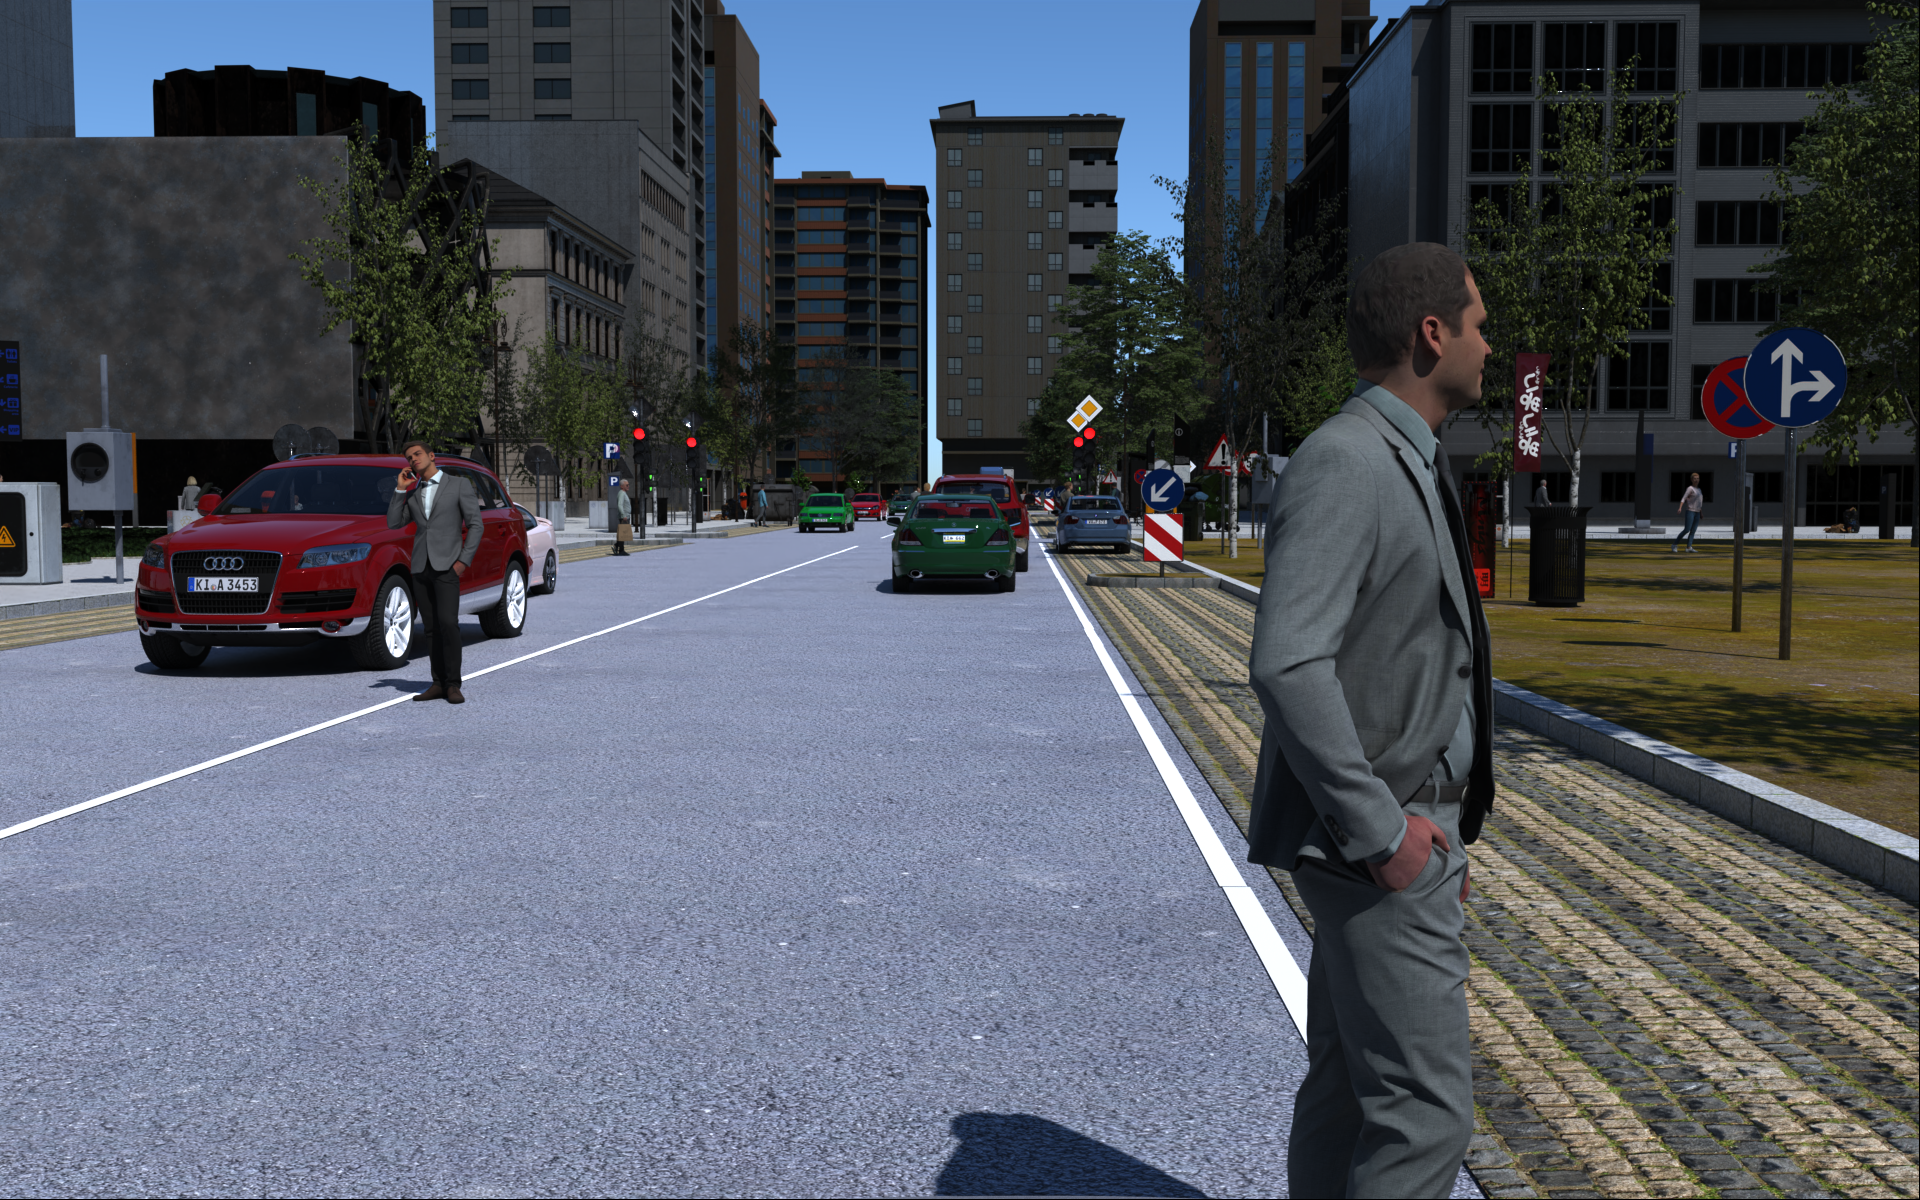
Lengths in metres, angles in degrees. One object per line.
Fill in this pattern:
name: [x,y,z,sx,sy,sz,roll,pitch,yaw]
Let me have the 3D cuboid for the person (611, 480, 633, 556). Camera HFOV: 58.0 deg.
person: [-7.828,-1.902,40.077,0.515,1.767,0.782,-1,4,-9]

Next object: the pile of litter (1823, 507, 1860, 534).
pile of litter: [29.044,-2.634,57.038,1.719,0.858,1.176,-3,5,-42]

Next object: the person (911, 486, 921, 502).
person: [-1.992,-4.250,78.174,0.511,1.800,0.466,-1,4,-17]

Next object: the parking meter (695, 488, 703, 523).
parking meter: [-11.624,-4.349,76.825,0.399,1.863,0.255,3,5,39]

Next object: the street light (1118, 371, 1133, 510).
street light: [6.202,-5.646,65.101,0.468,5.910,1.993,0,4,2]

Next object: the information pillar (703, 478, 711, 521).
information pillar: [-11.916,-4.701,81.359,0.304,2.012,0.304,1,4,11]

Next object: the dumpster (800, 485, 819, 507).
dumpster: [-9.975,-6.623,114.042,1.264,1.857,1.865,0,4,2]

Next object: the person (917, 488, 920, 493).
person: [-2.189,-4.558,83.698,0.598,1.740,0.731,2,4,24]

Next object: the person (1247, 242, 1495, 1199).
person: [0.638,0.364,2.653,0.391,1.810,0.635,1,4,10]

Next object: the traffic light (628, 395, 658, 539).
traffic light: [-9.034,-3.692,49.278,0.839,4.253,0.868,0,4,2]

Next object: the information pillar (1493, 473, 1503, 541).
information pillar: [14.606,-2.598,46.965,0.304,2.012,0.304,1,4,8]

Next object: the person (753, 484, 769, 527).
person: [-8.507,-4.017,74.037,0.748,1.841,0.638,-1,4,-15]

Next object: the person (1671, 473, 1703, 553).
person: [15.857,-1.905,37.869,0.598,1.740,0.731,3,5,45]

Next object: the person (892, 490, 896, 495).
person: [-7.320,-11.475,194.182,0.750,1.759,0.617,0,4,-4]

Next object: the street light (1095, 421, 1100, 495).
street light: [6.826,-6.990,87.069,0.468,5.910,1.993,0,4,2]

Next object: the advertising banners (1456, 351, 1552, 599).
advertising banners: [6.315,-1.527,21.148,2.074,3.025,0.090,-1,4,-18]

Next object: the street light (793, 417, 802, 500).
street light: [-9.492,-7.886,101.724,0.468,5.910,1.993,0,4,2]

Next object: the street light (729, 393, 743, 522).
street light: [-10.277,-6.529,79.534,0.468,5.910,1.993,0,4,2]

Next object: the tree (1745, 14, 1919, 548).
tree: [22.698,-7.530,41.249,7.486,12.596,7.792,0,3,0]

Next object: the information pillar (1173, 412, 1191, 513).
information pillar: [6.360,-3.574,49.782,0.504,3.616,0.183,0,4,-4]

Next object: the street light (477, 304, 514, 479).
street light: [-11.272,-4.243,42.158,0.468,5.910,1.993,0,4,2]

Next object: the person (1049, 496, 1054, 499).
person: [10.927,-12.416,209.062,0.705,1.821,1.348,-3,4,-36]

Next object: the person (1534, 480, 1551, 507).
person: [20.299,-3.289,60.223,0.834,1.777,0.661,-1,4,-17]

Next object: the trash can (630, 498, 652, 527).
trash can: [-12.710,-3.478,68.521,0.748,1.137,0.748,0,3,0]

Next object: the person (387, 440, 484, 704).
person: [-3.628,-0.203,11.998,0.592,1.802,0.473,2,4,30]

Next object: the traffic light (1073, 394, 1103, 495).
traffic light: [3.622,-3.669,48.913,0.839,4.253,0.868,0,4,2]

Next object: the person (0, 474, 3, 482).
person: [-22.941,-2.147,41.483,0.599,1.781,0.374,0,4,-5]

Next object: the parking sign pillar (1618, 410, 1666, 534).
parking sign pillar: [22.130,-4.135,56.086,1.447,3.967,1.447,1,4,18]

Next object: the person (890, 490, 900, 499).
person: [-5.225,-8.274,143.881,1.348,1.812,0.705,2,4,25]

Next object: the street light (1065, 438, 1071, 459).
street light: [8.223,-9.697,131.327,0.468,5.910,1.993,0,4,2]

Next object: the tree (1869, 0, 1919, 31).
tree: [22.129,-10.591,29.047,12.611,20.169,13.585,0,3,0]

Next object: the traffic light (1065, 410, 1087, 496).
traffic light: [3.863,-4.157,56.895,0.839,4.253,0.868,0,4,2]

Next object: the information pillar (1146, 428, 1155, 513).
information pillar: [6.767,-4.292,61.535,0.183,3.616,0.504,2,4,35]

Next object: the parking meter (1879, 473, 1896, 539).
parking meter: [26.348,-2.661,49.211,0.255,1.863,0.399,0,4,-7]

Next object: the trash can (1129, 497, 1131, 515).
trash can: [10.059,-5.863,107.508,0.748,1.137,0.748,0,3,0]

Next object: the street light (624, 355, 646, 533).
street light: [-10.777,-5.185,57.563,0.468,5.910,1.993,0,4,2]

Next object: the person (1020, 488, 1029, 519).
person: [3.411,-5.037,91.612,0.466,1.731,0.760,-3,5,-42]

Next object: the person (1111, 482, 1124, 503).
person: [6.492,-4.041,72.465,0.721,1.781,0.623,1,4,19]

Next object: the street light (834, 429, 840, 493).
street light: [-8.808,-9.229,123.689,0.468,5.910,1.993,0,4,2]

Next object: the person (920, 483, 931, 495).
person: [-0.713,-2.962,57.144,1.509,1.804,0.699,1,4,22]

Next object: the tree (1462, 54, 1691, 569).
tree: [10.487,-4.853,29.714,4.737,8.622,4.395,0,3,0]

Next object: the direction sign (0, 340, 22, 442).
direction sign: [-14.291,-2.049,25.496,0.876,3.537,0.379,-2,4,-33]

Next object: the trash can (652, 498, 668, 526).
trash can: [-12.190,-3.589,70.337,0.748,1.137,0.748,0,3,0]

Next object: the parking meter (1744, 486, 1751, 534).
parking meter: [25.532,-2.937,56.425,0.372,1.533,0.369,0,3,0]

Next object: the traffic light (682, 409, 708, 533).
traffic light: [-8.793,-4.180,57.259,0.839,4.253,0.868,0,4,2]

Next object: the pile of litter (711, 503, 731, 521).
pile of litter: [-11.732,-4.334,84.825,1.176,0.858,1.719,0,4,5]

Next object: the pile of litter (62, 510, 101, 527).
pile of litter: [-30.627,-2.822,60.104,1.719,0.858,1.176,0,4,-6]

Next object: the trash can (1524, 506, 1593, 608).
trash can: [6.816,-0.496,19.764,0.748,1.137,0.748,0,3,0]

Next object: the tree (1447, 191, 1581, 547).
tree: [12.870,-5.567,41.388,4.360,8.622,3.978,0,3,0]

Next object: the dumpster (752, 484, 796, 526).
dumpster: [-8.234,-4.184,76.627,1.865,1.857,1.264,0,4,1]

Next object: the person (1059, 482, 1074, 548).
person: [2.903,-2.257,45.946,0.362,1.759,0.519,-3,5,-42]

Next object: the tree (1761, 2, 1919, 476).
tree: [11.865,-4.308,20.792,4.737,8.622,4.395,0,3,0]

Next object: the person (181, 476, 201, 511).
person: [-22.500,-2.714,50.601,0.709,1.800,0.728,-1,4,-15]

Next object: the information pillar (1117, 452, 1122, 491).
information pillar: [7.743,-5.587,82.709,0.504,3.616,0.183,1,4,20]
